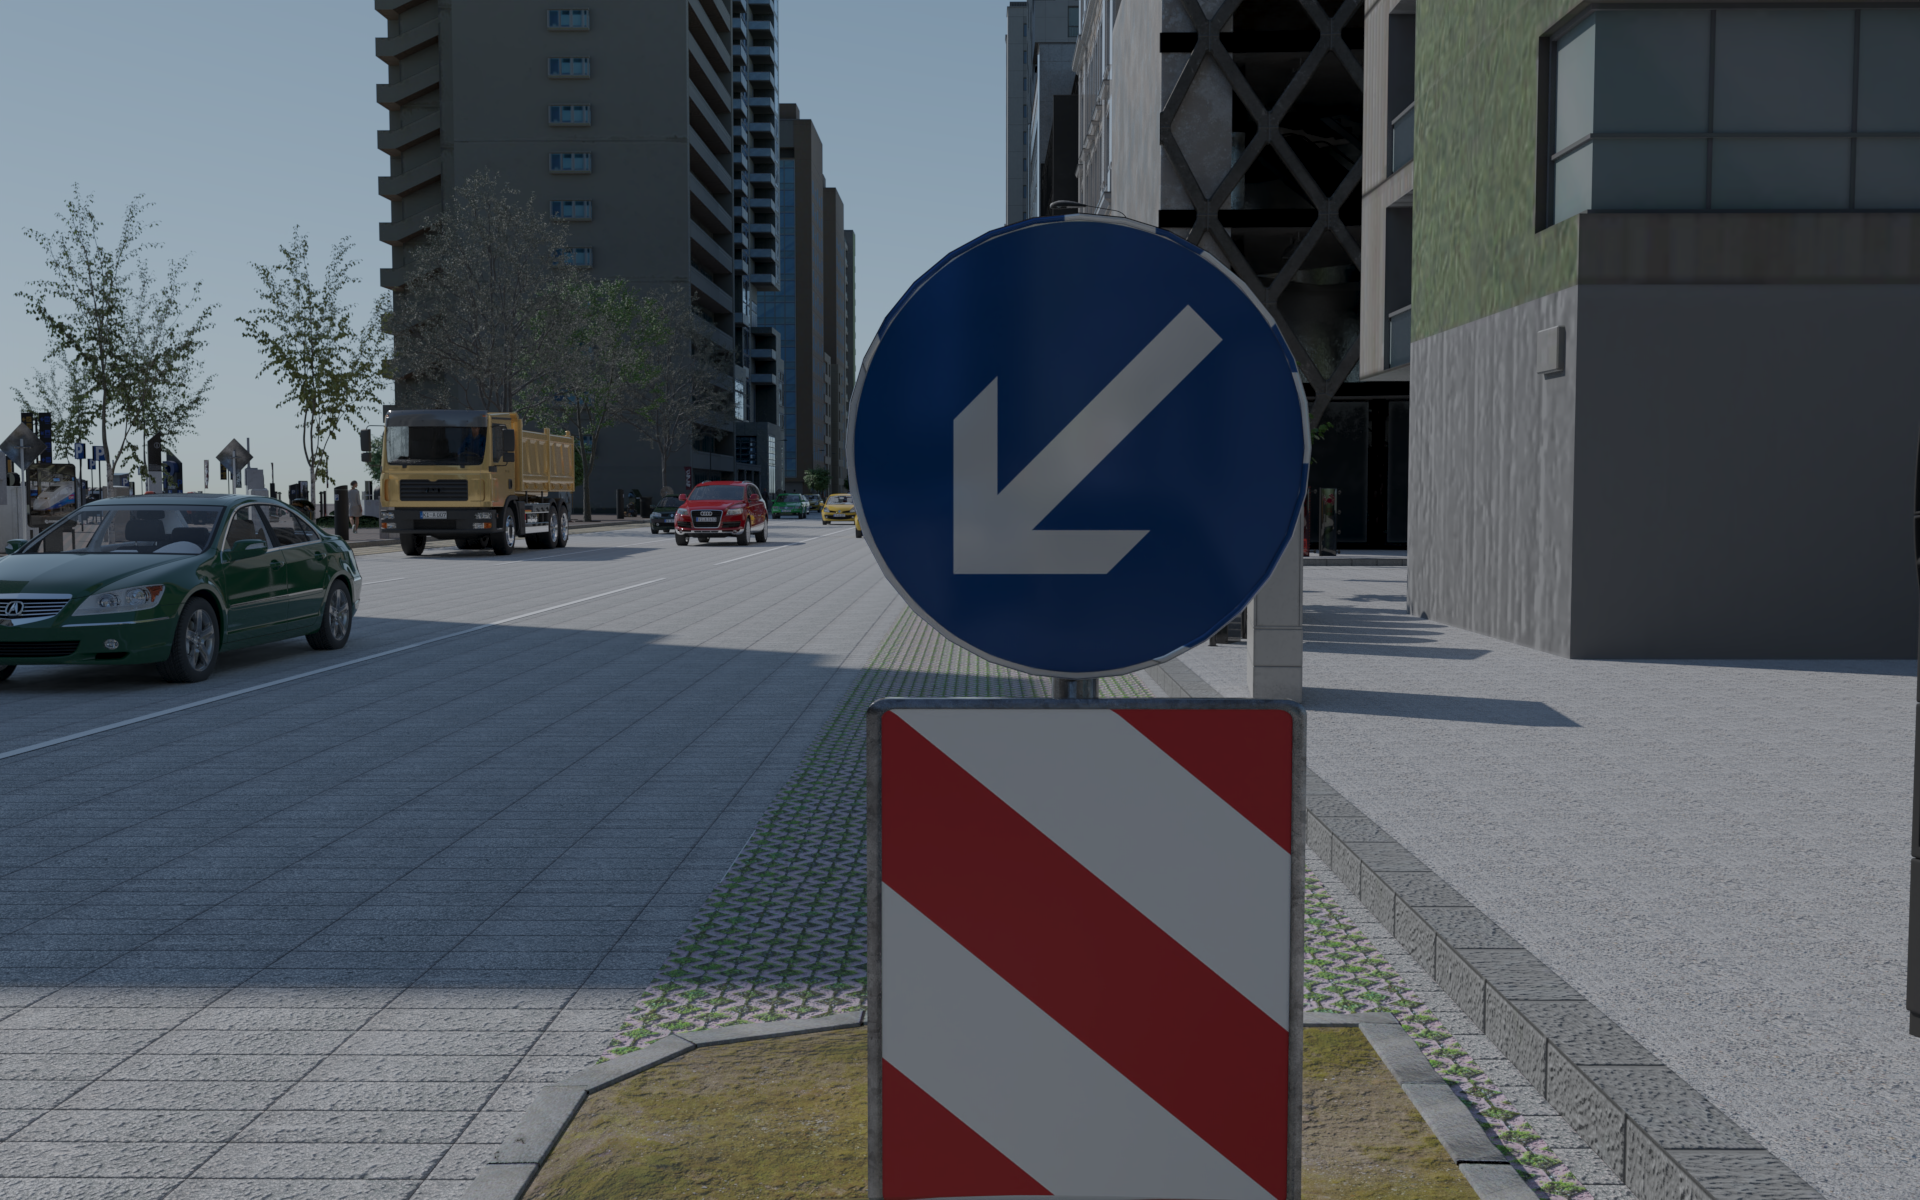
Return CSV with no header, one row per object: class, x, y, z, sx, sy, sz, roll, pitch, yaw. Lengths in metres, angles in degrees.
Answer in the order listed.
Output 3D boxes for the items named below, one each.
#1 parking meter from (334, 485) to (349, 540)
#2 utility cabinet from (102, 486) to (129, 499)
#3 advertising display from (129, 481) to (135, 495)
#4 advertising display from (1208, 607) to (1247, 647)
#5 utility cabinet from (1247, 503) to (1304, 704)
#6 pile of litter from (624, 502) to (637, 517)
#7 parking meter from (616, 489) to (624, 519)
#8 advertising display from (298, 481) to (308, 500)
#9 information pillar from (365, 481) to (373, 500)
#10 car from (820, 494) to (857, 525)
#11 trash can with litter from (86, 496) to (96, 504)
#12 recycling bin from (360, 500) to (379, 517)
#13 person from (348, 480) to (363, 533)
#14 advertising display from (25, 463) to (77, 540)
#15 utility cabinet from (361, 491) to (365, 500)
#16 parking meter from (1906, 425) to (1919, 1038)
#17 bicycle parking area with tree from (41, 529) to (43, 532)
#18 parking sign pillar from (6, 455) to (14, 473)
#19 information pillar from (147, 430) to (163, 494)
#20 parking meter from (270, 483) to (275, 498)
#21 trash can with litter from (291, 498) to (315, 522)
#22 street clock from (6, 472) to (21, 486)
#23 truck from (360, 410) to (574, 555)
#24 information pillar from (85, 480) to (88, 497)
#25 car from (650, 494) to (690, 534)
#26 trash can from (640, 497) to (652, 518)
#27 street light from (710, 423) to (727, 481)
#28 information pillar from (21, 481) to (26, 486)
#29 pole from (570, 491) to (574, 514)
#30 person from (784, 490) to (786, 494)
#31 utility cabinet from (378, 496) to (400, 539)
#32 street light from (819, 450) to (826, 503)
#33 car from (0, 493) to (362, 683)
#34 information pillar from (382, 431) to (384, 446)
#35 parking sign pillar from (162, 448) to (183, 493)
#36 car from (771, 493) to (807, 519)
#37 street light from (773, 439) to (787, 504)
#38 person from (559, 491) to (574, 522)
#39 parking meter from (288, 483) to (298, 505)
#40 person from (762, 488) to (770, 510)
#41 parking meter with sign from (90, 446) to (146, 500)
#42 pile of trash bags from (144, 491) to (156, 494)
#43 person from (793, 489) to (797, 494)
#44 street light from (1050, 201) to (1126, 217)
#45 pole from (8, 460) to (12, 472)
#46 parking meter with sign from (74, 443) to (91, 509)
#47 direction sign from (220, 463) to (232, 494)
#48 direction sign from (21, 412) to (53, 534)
parking meter,-17.176,-2.427,48.086,0.372,1.533,0.369,0,3,0
utility cabinet,-22.693,-2.322,46.638,0.318,1.500,1.173,0,4,-7
advertising display,-42.698,-5.122,88.963,0.974,1.923,0.123,2,4,32
advertising display,2.322,-0.593,14.917,0.123,1.923,0.974,2,4,27
utility cabinet,2.001,-0.140,10.969,0.318,1.500,1.173,0,4,8
pile of litter,-18.456,-5.004,95.778,1.176,0.858,1.719,1,4,20
parking meter,-17.466,-4.932,89.042,0.372,1.533,0.369,0,3,0
advertising display,-31.456,-4.756,82.972,0.123,1.923,0.974,0,4,0
information pillar,-32.220,-5.500,94.416,0.304,2.012,0.304,1,4,18
car,-5.548,-4.359,81.498,2.015,1.641,3.980,0,4,0
trash can with litter,-36.767,-3.760,72.532,1.678,1.210,2.233,1,4,18
recycling bin,-25.704,-3.851,75.524,0.722,1.027,0.722,-3,4,-36
person,-19.654,-3.026,56.268,0.466,1.731,0.760,-2,4,-25
advertising display,-18.916,-1.888,36.084,0.123,1.923,0.974,3,4,38
utility cabinet,-36.822,-6.028,107.229,0.318,1.500,1.173,-2,4,-27
parking meter,2.427,0.106,3.977,0.399,1.863,0.255,-1,4,-16
bicycle parking area with tree,-32.178,-3.883,50.483,8.231,4.147,9.016,1,4,22
parking sign pillar,-59.615,-7.300,107.822,1.447,3.967,1.447,3,5,42
information pillar,-29.491,-4.412,63.487,0.504,3.616,0.183,-3,5,-43
parking meter,-36.147,-5.222,91.093,0.255,1.863,0.399,-1,4,-20
trash can with litter,-16.669,-2.001,44.096,0.624,1.170,1.055,0,3,0
street clock,-31.389,-3.232,57.418,0.471,2.002,0.358,1,4,20
truck,-11.782,-2.857,42.638,3.469,3.379,9.791,0,4,0
information pillar,-46.649,-5.368,92.260,0.304,2.012,0.304,0,4,3
car,-10.251,-3.282,63.452,2.009,1.686,4.222,0,4,-1
trash can,-16.657,-4.907,91.891,0.748,1.137,0.748,0,3,0
street light,-15.717,-8.584,112.887,1.470,5.913,1.316,0,4,1
information pillar,-54.397,-5.885,100.717,0.304,2.012,0.304,-1,4,-17
pole,-24.738,-7.120,110.255,0.158,3.312,0.155,0,3,0
person,-13.960,-7.884,138.131,1.217,1.735,0.721,0,4,4
utility cabinet,-16.467,-2.378,50.037,0.306,1.237,1.020,0,4,0
street light,-14.899,-12.798,181.785,1.470,5.913,1.316,0,4,1
car,-6.657,-0.175,14.658,2.131,1.459,4.920,0,4,1
information pillar,-18.489,-3.950,55.931,0.183,3.616,0.504,0,4,4
parking sign pillar,-46.039,-6.901,101.296,1.447,3.967,1.447,2,4,30
car,-9.878,-5.593,100.237,1.959,1.807,4.718,0,4,-1
street light,-15.360,-10.689,147.302,1.470,5.913,1.316,0,4,1
person,-17.838,-4.417,78.359,0.635,1.810,0.391,1,4,12
parking meter,-36.961,-5.517,95.916,0.399,1.863,0.255,-3,4,-38
person,-15.962,-8.258,141.619,0.990,1.755,0.434,3,5,41
parking meter with sign,-30.271,-4.037,62.266,1.738,3.016,0.543,1,4,20
pile of trash bags,-26.608,-2.849,56.333,1.912,1.369,3.447,-1,4,-16
person,-15.939,-9.792,166.853,1.217,1.736,0.721,0,4,-6
street light,2.128,-3.367,27.586,1.470,5.913,1.316,0,4,1
pole,-56.733,-6.706,103.480,0.158,3.312,0.155,0,3,0
parking meter with sign,-30.518,-3.812,58.585,0.543,3.016,1.738,2,4,32
direction sign,-40.544,-6.363,96.031,0.876,3.537,0.379,-3,4,-38
direction sign,-25.568,-3.426,48.020,0.876,3.537,0.379,0,4,6
